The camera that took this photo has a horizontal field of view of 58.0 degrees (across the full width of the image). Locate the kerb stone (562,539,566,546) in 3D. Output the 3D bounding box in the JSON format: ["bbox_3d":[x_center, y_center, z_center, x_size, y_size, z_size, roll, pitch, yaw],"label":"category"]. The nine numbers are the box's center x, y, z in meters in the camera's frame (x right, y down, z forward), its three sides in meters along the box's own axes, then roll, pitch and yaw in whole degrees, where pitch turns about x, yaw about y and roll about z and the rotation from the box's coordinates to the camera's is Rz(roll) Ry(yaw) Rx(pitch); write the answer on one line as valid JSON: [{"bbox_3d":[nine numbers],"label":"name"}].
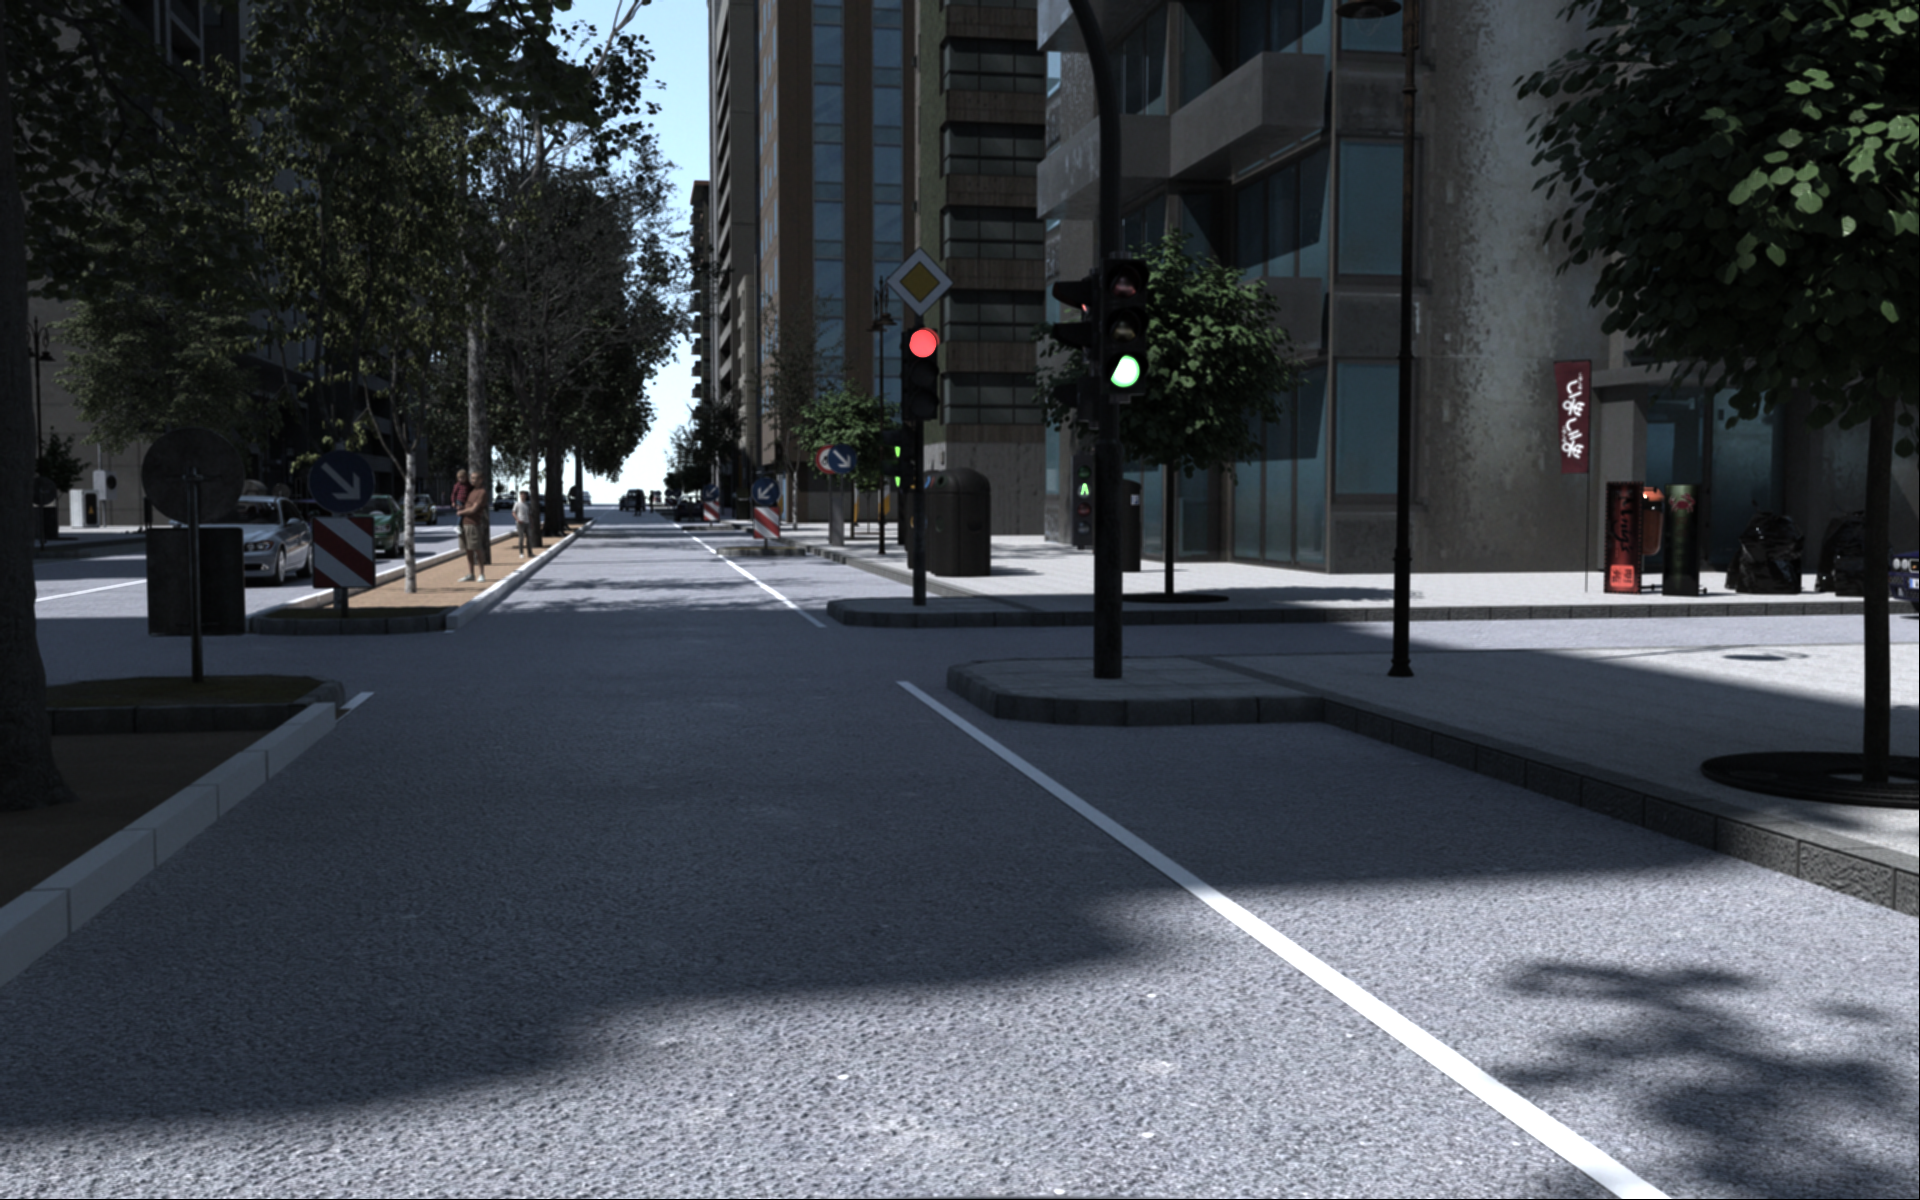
[{"bbox_3d":[-10.595,-1.451,45.925,0.120,0.150,1.000,-1,4,-11],"label":"kerb stone"}]

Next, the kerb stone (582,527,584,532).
[{"bbox_3d":[-13.856,-2.499,63.046,0.120,0.150,1.000,-1,4,-11],"label":"kerb stone"}]

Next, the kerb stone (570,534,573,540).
[{"bbox_3d":[-11.755,-1.818,51.971,0.120,0.150,1.000,-1,4,-11],"label":"kerb stone"}]

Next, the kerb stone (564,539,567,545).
[{"bbox_3d":[-10.800,-1.510,46.927,0.120,0.150,1.000,-1,4,-11],"label":"kerb stone"}]

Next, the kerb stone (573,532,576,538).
[{"bbox_3d":[-12.137,-1.944,53.985,0.120,0.150,1.000,-1,4,-11],"label":"kerb stone"}]

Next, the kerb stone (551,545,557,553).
[{"bbox_3d":[-9.648,-1.142,40.876,0.120,0.150,1.000,-1,4,-11],"label":"kerb stone"}]

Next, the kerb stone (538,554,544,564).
[{"bbox_3d":[-8.500,-0.773,34.829,0.120,0.150,1.000,-1,4,-11],"label":"kerb stone"}]

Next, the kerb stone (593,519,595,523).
[{"bbox_3d":[-17.299,-3.608,81.187,0.120,0.150,1.000,-1,4,-11],"label":"kerb stone"}]

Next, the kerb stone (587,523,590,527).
[{"bbox_3d":[-15.381,-2.992,71.116,0.120,0.150,1.000,-1,4,-11],"label":"kerb stone"}]

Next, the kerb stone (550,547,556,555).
[{"bbox_3d":[-9.449,-1.081,39.872,0.120,0.150,1.000,-1,4,-11],"label":"kerb stone"}]

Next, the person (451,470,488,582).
[{"bbox_3d":[-7.974,-1.206,28.200,0.580,1.828,0.573,-1,4,-10],"label":"person"}]

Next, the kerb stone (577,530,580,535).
[{"bbox_3d":[-12.898,-2.190,58.010,0.120,0.150,1.000,-1,4,-11],"label":"kerb stone"}]

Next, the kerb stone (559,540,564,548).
[{"bbox_3d":[-10.410,-1.389,44.910,0.120,0.150,1.000,-1,4,-11],"label":"kerb stone"}]

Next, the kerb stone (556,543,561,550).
[{"bbox_3d":[-10.036,-1.265,42.886,0.120,0.150,1.000,-1,4,-11],"label":"kerb stone"}]

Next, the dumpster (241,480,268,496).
[{"bbox_3d":[-28.863,-3.941,70.198,1.264,1.857,1.865,-1,4,-11],"label":"dumpster"}]

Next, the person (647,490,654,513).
[{"bbox_3d":[-23.953,-7.628,134.046,0.721,1.723,1.217,-2,4,-27],"label":"person"}]

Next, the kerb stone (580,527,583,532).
[{"bbox_3d":[-13.664,-2.437,62.033,0.120,0.150,1.000,-1,4,-11],"label":"kerb stone"}]

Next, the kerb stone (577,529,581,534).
[{"bbox_3d":[-13.086,-2.252,59.021,0.120,0.150,1.000,-1,4,-11],"label":"kerb stone"}]

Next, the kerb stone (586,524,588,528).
[{"bbox_3d":[-15.011,-2.860,69.095,0.120,0.150,1.000,-1,4,-11],"label":"kerb stone"}]

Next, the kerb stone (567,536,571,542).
[{"bbox_3d":[-11.372,-1.698,49.954,0.120,0.150,1.000,-1,4,-11],"label":"kerb stone"}]

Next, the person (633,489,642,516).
[{"bbox_3d":[-21.461,-6.485,114.974,0.568,1.767,0.683,1,4,22],"label":"person"}]

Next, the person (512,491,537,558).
[{"bbox_3d":[-9.741,-1.693,38.773,0.523,1.515,0.503,1,4,12],"label":"person"}]

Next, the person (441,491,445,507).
[{"bbox_3d":[-50.947,-9.869,170.781,0.530,1.710,0.541,-1,4,-11],"label":"person"}]

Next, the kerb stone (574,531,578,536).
[{"bbox_3d":[-12.522,-2.067,55.997,0.120,0.150,1.000,-1,4,-11],"label":"kerb stone"}]

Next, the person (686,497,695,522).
[{"bbox_3d":[-13.763,-4.623,88.366,0.640,1.303,0.475,2,4,35],"label":"person"}]

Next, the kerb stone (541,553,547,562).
[{"bbox_3d":[-8.691,-0.832,35.839,0.120,0.150,1.000,-1,4,-11],"label":"kerb stone"}]

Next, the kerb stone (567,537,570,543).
[{"bbox_3d":[-11.180,-1.636,48.938,0.120,0.150,1.000,-1,4,-11],"label":"kerb stone"}]

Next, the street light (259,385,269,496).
[{"bbox_3d":[-29.364,-6.143,73.228,0.468,5.910,1.993,-1,4,-11],"label":"street light"}]

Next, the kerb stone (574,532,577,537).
[{"bbox_3d":[-12.329,-2.003,54.989,0.120,0.150,1.000,-1,4,-11],"label":"kerb stone"}]

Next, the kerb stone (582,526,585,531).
[{"bbox_3d":[-14.047,-2.558,64.061,0.120,0.150,1.000,-1,4,-11],"label":"kerb stone"}]

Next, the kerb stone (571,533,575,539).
[{"bbox_3d":[-11.947,-1.883,52.979,0.120,0.150,1.000,-1,4,-11],"label":"kerb stone"}]

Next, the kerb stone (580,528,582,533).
[{"bbox_3d":[-13.473,-2.373,61.028,0.120,0.150,1.000,-1,4,-11],"label":"kerb stone"}]

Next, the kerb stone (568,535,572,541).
[{"bbox_3d":[-11.561,-1.760,50.967,0.120,0.150,1.000,-1,4,-11],"label":"kerb stone"}]

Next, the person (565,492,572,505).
[{"bbox_3d":[-50.728,-13.160,224.495,0.721,1.723,1.217,2,4,31],"label":"person"}]

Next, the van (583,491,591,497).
[{"bbox_3d":[-52.326,-14.313,241.025,2.013,2.044,4.112,-1,4,-9],"label":"van"}]

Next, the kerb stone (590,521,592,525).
[{"bbox_3d":[-16.151,-3.238,75.133,0.120,0.150,1.000,-1,4,-11],"label":"kerb stone"}]

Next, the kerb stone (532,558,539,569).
[{"bbox_3d":[-8.119,-0.649,32.813,0.120,0.150,1.000,-1,4,-11],"label":"kerb stone"}]

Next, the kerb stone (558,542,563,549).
[{"bbox_3d":[-10.221,-1.323,43.899,0.120,0.150,1.000,-1,4,-11],"label":"kerb stone"}]

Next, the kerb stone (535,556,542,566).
[{"bbox_3d":[-8.309,-0.711,33.818,0.120,0.150,1.000,-1,4,-11],"label":"kerb stone"}]

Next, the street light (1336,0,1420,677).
[{"bbox_3d":[3.111,-2.401,12.049,0.468,5.910,1.993,-1,4,-11],"label":"street light"}]

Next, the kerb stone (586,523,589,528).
[{"bbox_3d":[-15.196,-2.925,70.111,0.120,0.150,1.000,-1,4,-11],"label":"kerb stone"}]

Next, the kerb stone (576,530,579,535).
[{"bbox_3d":[-12.709,-2.129,57.004,0.120,0.150,1.000,-1,4,-11],"label":"kerb stone"}]

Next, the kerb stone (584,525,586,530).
[{"bbox_3d":[-14.430,-2.684,66.074,0.120,0.150,1.000,-1,4,-11],"label":"kerb stone"}]

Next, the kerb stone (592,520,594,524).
[{"bbox_3d":[-16.726,-3.418,78.170,0.120,0.150,1.000,-1,4,-11],"label":"kerb stone"}]

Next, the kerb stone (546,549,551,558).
[{"bbox_3d":[-9.073,-0.958,37.852,0.120,0.150,1.000,-1,4,-11],"label":"kerb stone"}]

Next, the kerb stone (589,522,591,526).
[{"bbox_3d":[-15.766,-3.115,73.124,0.120,0.150,1.000,-1,4,-11],"label":"kerb stone"}]

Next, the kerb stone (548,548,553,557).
[{"bbox_3d":[-9.264,-1.017,38.856,0.120,0.150,1.000,-1,4,-11],"label":"kerb stone"}]

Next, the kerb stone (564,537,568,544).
[{"bbox_3d":[-10.987,-1.574,47.934,0.120,0.150,1.000,-1,4,-11],"label":"kerb stone"}]

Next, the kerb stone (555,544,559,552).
[{"bbox_3d":[-9.836,-1.204,41.881,0.120,0.150,1.000,-1,4,-11],"label":"kerb stone"}]

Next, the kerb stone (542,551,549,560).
[{"bbox_3d":[-8.875,-0.893,36.844,0.120,0.150,1.000,-1,4,-11],"label":"kerb stone"}]

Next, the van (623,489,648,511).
[{"bbox_3d":[-27.437,-8.527,146.433,2.013,2.044,4.112,-1,4,-11],"label":"van"}]
